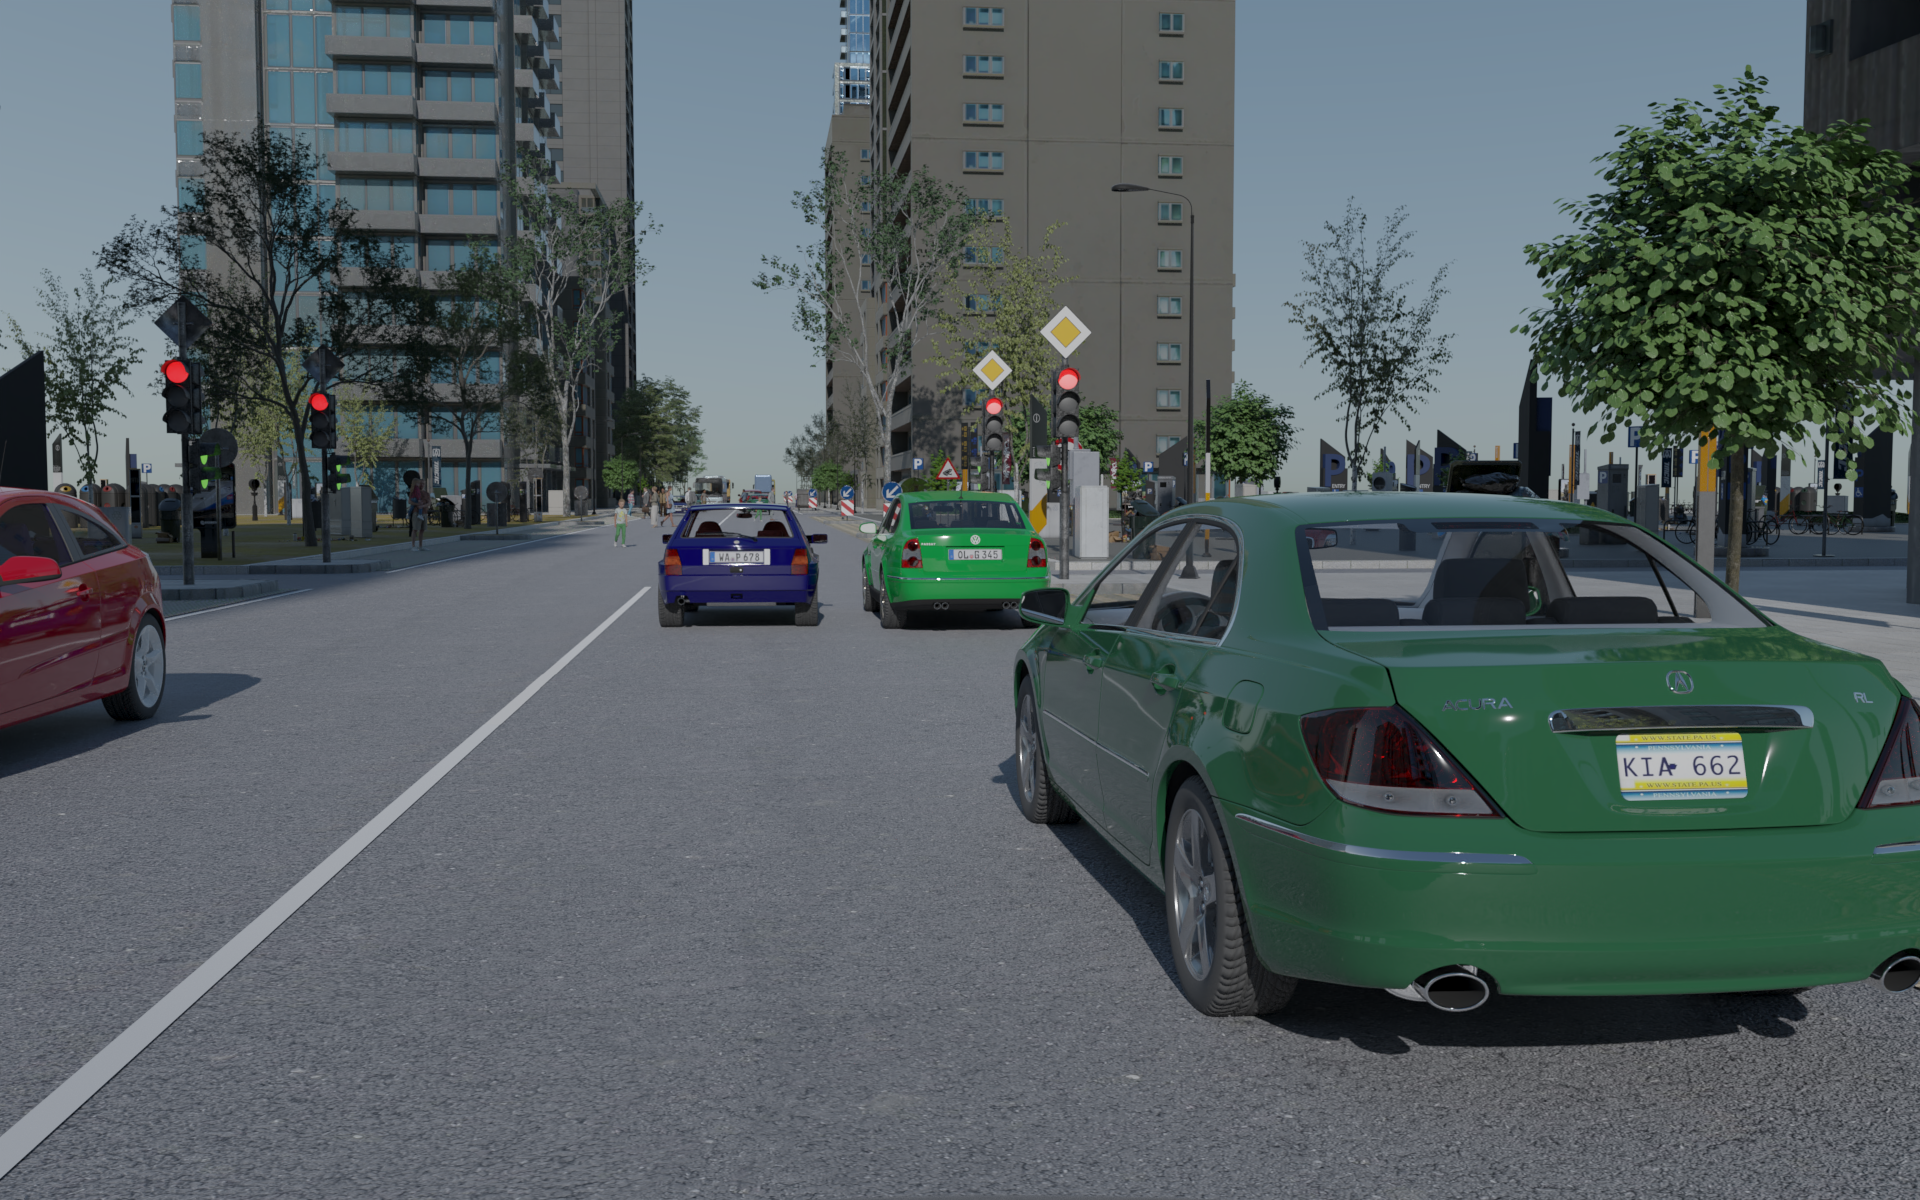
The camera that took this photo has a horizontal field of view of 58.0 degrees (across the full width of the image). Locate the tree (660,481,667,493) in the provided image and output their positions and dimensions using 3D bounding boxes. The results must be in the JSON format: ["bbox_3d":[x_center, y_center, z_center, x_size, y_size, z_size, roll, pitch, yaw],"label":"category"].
[{"bbox_3d":[-35.025,-12.744,202.962,1.663,3.219,1.824,0,3,0],"label":"tree"}]

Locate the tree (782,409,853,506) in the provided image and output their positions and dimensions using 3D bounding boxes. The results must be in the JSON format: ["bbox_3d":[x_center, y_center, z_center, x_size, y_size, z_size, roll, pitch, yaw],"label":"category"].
[{"bbox_3d":[-15.627,-15.720,191.432,8.767,10.594,7.601,0,4,3],"label":"tree"}]

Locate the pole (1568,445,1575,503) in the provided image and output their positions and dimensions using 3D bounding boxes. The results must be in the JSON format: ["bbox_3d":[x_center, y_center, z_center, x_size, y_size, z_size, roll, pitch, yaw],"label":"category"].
[{"bbox_3d":[25.201,-4.744,71.401,0.158,3.312,0.155,0,3,0],"label":"pole"}]

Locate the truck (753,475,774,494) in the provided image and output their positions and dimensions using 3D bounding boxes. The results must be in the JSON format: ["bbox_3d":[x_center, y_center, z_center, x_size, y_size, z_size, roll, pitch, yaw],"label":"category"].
[{"bbox_3d":[-26.807,-15.035,235.578,2.967,4.110,18.799,0,4,-6],"label":"truck"}]

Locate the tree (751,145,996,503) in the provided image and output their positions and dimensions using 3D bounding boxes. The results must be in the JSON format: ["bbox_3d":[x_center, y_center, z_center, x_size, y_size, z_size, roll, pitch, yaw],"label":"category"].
[{"bbox_3d":[-4.769,-14.605,94.684,12.611,20.169,13.585,0,3,0],"label":"tree"}]

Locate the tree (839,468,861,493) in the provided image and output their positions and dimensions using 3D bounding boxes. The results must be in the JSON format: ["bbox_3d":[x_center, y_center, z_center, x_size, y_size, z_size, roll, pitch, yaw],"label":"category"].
[{"bbox_3d":[-8.087,-8.151,127.865,1.663,3.219,1.824,0,3,0],"label":"tree"}]

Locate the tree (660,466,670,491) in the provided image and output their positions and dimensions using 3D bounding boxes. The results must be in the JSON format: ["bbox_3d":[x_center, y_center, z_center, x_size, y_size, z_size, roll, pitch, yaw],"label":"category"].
[{"bbox_3d":[-34.007,-15.050,196.423,4.360,8.622,3.978,0,3,0],"label":"tree"}]

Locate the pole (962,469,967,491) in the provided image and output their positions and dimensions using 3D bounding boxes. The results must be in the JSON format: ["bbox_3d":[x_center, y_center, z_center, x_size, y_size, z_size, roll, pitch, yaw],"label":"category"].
[{"bbox_3d":[0.160,-4.046,59.991,0.158,3.312,0.155,0,3,0],"label":"pole"}]

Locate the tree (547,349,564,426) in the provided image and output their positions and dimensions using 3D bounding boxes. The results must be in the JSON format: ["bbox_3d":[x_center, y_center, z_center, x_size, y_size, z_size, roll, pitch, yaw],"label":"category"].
[{"bbox_3d":[-17.931,-7.918,63.867,8.767,10.594,7.601,3,5,40],"label":"tree"}]

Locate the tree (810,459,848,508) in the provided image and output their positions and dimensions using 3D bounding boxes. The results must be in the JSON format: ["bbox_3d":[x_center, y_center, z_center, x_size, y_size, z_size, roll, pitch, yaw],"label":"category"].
[{"bbox_3d":[-13.907,-11.909,178.424,4.285,4.588,4.351,0,3,0],"label":"tree"}]

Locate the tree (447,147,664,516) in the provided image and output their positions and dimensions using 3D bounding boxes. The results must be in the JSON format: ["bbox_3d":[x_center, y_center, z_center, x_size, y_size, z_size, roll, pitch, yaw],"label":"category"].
[{"bbox_3d":[-23.683,-14.780,97.537,12.611,20.169,13.585,0,3,0],"label":"tree"}]

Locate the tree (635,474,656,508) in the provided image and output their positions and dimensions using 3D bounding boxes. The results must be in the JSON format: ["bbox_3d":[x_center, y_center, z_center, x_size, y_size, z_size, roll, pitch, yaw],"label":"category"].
[{"bbox_3d":[-29.562,-10.248,162.157,1.663,3.219,1.824,0,3,0],"label":"tree"}]

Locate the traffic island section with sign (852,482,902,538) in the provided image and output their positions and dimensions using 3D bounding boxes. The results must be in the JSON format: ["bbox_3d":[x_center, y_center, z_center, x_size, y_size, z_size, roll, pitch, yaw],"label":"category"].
[{"bbox_3d":[-2.384,-2.940,56.702,1.989,1.847,2.006,0,4,-7],"label":"traffic island section with sign"}]

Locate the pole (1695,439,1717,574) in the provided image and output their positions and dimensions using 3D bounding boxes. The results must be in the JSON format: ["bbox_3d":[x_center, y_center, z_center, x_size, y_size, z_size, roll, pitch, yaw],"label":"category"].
[{"bbox_3d":[7.696,-1.468,17.844,0.158,3.312,0.155,0,3,0],"label":"pole"}]

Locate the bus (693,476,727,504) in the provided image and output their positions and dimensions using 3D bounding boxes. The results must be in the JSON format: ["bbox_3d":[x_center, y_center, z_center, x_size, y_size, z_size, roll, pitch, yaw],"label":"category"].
[{"bbox_3d":[-24.061,-10.565,167.600,2.948,3.499,13.247,0,4,-6],"label":"bus"}]

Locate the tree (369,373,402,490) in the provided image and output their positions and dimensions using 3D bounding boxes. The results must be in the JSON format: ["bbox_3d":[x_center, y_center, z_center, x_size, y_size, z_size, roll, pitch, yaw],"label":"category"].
[{"bbox_3d":[-35.824,-9.367,103.505,4.737,8.622,4.395,0,3,0],"label":"tree"}]

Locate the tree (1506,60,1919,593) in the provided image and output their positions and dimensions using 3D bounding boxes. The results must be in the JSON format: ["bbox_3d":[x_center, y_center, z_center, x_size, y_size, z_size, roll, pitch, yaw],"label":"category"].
[{"bbox_3d":[5.958,-1.801,13.167,4.285,4.588,4.351,0,3,0],"label":"tree"}]

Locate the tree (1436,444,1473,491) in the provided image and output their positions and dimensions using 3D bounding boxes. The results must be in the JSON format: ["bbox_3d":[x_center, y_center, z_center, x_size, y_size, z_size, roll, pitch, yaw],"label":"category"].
[{"bbox_3d":[19.485,-4.481,67.872,1.663,3.219,1.824,0,3,0],"label":"tree"}]

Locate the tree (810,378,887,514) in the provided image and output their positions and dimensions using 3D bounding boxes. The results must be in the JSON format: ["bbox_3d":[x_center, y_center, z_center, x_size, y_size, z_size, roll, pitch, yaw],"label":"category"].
[{"bbox_3d":[-6.289,-9.678,108.604,4.360,8.622,3.978,0,3,0],"label":"tree"}]

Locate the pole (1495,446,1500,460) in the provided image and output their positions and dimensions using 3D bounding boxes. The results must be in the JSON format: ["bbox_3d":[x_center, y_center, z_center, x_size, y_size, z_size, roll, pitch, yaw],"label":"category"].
[{"bbox_3d":[22.594,-4.833,72.867,0.158,3.312,0.155,0,3,0],"label":"pole"}]

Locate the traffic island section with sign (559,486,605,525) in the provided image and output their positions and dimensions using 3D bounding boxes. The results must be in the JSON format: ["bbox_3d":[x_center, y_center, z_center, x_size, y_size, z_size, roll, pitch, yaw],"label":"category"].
[{"bbox_3d":[-17.690,-4.429,81.036,1.989,1.847,2.006,0,4,-7],"label":"traffic island section with sign"}]

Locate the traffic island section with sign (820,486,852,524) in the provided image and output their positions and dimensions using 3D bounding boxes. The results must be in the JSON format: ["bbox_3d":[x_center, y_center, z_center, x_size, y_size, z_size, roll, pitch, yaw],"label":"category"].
[{"bbox_3d":[-5.577,-4.577,83.468,1.989,1.847,2.006,0,4,-7],"label":"traffic island section with sign"}]

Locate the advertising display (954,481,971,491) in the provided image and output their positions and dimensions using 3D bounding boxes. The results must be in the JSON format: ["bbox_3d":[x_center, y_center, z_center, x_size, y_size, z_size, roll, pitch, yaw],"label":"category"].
[{"bbox_3d":[0.133,-4.924,85.728,0.974,1.923,0.123,-3,4,-37],"label":"advertising display"}]

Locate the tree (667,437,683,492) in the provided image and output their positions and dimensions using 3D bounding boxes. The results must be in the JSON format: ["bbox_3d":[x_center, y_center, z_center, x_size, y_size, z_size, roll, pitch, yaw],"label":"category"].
[{"bbox_3d":[-34.839,-15.732,207.576,4.737,8.622,4.395,0,3,0],"label":"tree"}]

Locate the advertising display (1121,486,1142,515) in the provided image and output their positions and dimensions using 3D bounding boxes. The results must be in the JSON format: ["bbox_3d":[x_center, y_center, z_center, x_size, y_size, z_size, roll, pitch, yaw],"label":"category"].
[{"bbox_3d":[7.689,-4.431,77.652,0.974,1.923,0.123,-1,4,-11],"label":"advertising display"}]

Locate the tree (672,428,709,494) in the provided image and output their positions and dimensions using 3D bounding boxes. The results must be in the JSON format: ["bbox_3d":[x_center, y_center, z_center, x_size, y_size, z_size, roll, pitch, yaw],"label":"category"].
[{"bbox_3d":[-42.362,-20.767,265.290,9.928,11.665,9.643,0,3,0],"label":"tree"}]

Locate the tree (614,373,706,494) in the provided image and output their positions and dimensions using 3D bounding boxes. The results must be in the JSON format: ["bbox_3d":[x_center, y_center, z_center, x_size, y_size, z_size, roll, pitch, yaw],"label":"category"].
[{"bbox_3d":[-31.892,-16.913,183.176,9.857,13.997,8.962,0,3,0],"label":"tree"}]

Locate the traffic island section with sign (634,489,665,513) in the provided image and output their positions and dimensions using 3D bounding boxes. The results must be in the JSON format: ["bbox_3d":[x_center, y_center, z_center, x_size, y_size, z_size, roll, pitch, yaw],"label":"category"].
[{"bbox_3d":[-23.738,-7.538,131.878,1.989,1.847,2.006,0,4,-7],"label":"traffic island section with sign"}]

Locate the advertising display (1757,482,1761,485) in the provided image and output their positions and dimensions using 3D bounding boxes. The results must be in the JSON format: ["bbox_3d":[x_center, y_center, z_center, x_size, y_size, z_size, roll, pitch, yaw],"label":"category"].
[{"bbox_3d":[42.986,-5.365,92.930,0.974,1.923,0.123,-3,5,-43],"label":"advertising display"}]

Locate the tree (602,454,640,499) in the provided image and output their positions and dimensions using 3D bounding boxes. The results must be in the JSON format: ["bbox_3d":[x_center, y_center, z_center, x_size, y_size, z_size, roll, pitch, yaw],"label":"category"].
[{"bbox_3d":[-27.375,-9.533,139.572,4.285,4.588,4.351,0,3,0],"label":"tree"}]

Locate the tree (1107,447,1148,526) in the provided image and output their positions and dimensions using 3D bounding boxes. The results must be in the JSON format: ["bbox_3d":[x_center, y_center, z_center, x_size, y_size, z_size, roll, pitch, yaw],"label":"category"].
[{"bbox_3d":[6.661,-4.659,70.770,1.663,3.219,1.824,0,3,0],"label":"tree"}]

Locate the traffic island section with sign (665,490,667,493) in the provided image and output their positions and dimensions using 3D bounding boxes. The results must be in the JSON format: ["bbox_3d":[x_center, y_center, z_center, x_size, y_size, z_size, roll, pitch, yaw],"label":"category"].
[{"bbox_3d":[-26.930,-9.175,158.644,1.989,1.847,2.006,0,4,-7],"label":"traffic island section with sign"}]

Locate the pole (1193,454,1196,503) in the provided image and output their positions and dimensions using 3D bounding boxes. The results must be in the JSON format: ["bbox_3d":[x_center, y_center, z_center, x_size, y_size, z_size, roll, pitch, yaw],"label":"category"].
[{"bbox_3d":[8.393,-4.187,62.305,0.158,3.312,0.155,0,3,0],"label":"pole"}]

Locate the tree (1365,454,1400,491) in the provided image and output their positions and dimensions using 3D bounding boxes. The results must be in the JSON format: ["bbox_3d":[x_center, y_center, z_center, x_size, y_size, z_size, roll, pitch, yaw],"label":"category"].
[{"bbox_3d":[20.273,-5.410,83.059,1.663,3.219,1.824,0,3,0],"label":"tree"}]

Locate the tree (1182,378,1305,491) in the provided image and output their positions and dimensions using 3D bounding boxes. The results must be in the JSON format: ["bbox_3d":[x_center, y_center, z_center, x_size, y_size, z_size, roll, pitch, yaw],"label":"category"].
[{"bbox_3d":[8.021,-3.982,48.818,4.285,4.588,4.351,0,3,0],"label":"tree"}]

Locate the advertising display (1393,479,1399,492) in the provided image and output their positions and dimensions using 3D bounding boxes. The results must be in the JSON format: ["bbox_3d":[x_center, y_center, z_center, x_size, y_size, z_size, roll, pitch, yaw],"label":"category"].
[{"bbox_3d":[18.422,-4.213,74.089,0.974,1.923,0.123,-3,5,-41],"label":"advertising display"}]

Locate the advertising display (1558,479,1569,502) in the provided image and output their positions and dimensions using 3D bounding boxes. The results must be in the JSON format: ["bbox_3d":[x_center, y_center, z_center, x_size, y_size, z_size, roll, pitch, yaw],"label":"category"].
[{"bbox_3d":[25.529,-4.149,73.050,0.974,1.923,0.123,-3,5,-41],"label":"advertising display"}]

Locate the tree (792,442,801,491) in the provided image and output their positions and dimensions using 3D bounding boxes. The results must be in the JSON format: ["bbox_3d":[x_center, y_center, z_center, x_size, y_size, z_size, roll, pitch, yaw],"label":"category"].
[{"bbox_3d":[-20.103,-17.077,229.565,4.360,8.622,3.978,0,3,0],"label":"tree"}]

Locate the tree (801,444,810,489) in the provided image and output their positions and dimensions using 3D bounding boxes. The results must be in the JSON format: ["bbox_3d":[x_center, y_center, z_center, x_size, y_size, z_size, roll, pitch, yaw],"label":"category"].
[{"bbox_3d":[-12.878,-13.407,169.567,4.360,8.622,3.978,0,3,0],"label":"tree"}]

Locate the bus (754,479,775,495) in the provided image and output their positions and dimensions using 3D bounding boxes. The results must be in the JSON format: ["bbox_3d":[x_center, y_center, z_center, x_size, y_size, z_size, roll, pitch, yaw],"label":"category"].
[{"bbox_3d":[-28.469,-15.961,252.514,2.896,3.916,12.252,-1,4,-9],"label":"bus"}]

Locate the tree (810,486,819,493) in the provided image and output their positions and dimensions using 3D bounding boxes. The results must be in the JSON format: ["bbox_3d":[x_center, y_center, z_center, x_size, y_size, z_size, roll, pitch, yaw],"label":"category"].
[{"bbox_3d":[-18.556,-13.982,223.205,1.663,3.219,1.824,0,3,0],"label":"tree"}]

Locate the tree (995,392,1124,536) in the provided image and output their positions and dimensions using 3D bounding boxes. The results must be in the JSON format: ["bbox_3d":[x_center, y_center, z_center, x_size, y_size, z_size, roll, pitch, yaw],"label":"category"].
[{"bbox_3d":[2.663,-4.523,57.672,4.285,4.588,4.351,0,3,0],"label":"tree"}]

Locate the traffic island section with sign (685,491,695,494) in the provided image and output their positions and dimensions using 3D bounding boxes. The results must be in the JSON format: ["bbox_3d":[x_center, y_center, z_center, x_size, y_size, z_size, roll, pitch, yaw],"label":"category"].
[{"bbox_3d":[-33.348,-12.476,212.602,1.989,1.847,2.006,0,4,-7],"label":"traffic island section with sign"}]

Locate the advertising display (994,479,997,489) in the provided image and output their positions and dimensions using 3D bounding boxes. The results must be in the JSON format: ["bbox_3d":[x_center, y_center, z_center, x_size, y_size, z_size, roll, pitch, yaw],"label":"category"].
[{"bbox_3d":[1.160,-4.346,76.277,0.974,1.923,0.123,2,4,31],"label":"advertising display"}]

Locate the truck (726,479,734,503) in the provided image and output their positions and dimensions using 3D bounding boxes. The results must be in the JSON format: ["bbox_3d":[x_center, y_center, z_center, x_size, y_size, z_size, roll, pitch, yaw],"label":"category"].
[{"bbox_3d":[-31.244,-14.064,225.862,3.469,3.379,9.791,0,4,-8],"label":"truck"}]

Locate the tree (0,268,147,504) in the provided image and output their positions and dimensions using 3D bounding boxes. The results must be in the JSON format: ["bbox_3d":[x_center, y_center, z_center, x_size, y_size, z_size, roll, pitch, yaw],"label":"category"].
[{"bbox_3d":[-28.245,-6.436,55.595,4.737,8.622,4.395,0,3,0],"label":"tree"}]

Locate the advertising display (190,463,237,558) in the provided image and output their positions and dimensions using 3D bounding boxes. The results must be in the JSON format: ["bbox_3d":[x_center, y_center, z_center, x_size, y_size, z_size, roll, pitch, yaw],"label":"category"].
[{"bbox_3d":[-15.009,-1.801,34.658,0.974,1.923,0.123,-1,4,-15],"label":"advertising display"}]

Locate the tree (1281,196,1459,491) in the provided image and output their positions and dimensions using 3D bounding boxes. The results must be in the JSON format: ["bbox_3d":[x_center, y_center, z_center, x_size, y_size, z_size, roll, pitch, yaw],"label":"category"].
[{"bbox_3d":[10.230,-5.712,43.750,4.360,8.622,3.978,0,3,0],"label":"tree"}]

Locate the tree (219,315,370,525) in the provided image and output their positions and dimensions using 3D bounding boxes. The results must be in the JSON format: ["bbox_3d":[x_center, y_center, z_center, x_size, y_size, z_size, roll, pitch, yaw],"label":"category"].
[{"bbox_3d":[-27.521,-7.346,70.476,4.737,8.622,4.395,0,3,0],"label":"tree"}]

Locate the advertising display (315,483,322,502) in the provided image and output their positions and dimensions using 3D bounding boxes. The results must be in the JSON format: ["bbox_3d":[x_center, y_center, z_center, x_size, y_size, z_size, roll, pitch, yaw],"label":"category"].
[{"bbox_3d":[-36.301,-5.711,98.584,0.123,1.923,0.974,2,4,26],"label":"advertising display"}]

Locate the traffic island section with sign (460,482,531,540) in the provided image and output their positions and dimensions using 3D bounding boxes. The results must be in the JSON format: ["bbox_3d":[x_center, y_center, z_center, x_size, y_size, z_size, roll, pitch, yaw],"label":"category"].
[{"bbox_3d":[-14.514,-2.791,54.268,1.989,1.847,2.006,0,4,-7],"label":"traffic island section with sign"}]

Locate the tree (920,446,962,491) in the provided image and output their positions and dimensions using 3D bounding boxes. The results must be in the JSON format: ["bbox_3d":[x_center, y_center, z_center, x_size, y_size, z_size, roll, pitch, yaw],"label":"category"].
[{"bbox_3d":[-0.871,-4.519,68.482,1.663,3.219,1.824,0,3,0],"label":"tree"}]

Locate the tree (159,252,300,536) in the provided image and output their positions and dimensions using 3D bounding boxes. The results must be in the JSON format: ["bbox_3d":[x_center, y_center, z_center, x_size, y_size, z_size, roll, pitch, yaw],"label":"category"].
[{"bbox_3d":[-22.660,-6.304,53.428,4.360,8.622,3.978,0,3,0],"label":"tree"}]

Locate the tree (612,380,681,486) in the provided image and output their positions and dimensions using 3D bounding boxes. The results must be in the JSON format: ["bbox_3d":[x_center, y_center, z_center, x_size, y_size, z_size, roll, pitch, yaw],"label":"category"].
[{"bbox_3d":[-31.729,-15.523,171.928,7.486,12.596,7.792,0,3,0],"label":"tree"}]

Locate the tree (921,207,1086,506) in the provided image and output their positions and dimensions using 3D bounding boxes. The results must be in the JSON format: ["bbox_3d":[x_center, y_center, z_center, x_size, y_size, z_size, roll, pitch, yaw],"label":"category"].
[{"bbox_3d":[1.337,-5.731,44.069,4.737,8.622,4.395,0,3,0],"label":"tree"}]

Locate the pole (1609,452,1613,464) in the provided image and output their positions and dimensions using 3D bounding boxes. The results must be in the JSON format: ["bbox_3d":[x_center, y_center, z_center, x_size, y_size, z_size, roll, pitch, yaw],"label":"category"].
[{"bbox_3d":[31.394,-5.489,83.585,0.158,3.312,0.155,0,3,0],"label":"pole"}]

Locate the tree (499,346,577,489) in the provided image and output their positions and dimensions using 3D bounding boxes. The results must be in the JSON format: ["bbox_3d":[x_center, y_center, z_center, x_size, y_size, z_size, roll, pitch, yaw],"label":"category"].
[{"bbox_3d":[-21.069,-8.319,86.384,4.360,8.622,3.978,0,3,0],"label":"tree"}]

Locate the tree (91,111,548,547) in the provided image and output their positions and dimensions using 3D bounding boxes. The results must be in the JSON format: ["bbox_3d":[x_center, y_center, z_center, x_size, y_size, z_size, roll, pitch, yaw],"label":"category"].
[{"bbox_3d":[-16.153,-6.602,42.350,7.601,10.594,8.767,3,4,39],"label":"tree"}]

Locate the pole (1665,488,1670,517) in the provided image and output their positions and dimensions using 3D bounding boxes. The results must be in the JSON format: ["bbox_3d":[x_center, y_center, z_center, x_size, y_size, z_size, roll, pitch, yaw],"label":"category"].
[{"bbox_3d":[36.280,-5.809,88.820,0.158,3.312,0.155,0,3,0],"label":"pole"}]

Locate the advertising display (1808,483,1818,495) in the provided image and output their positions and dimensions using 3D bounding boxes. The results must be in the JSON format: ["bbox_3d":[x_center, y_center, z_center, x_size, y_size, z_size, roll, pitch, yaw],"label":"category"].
[{"bbox_3d":[49.790,-5.867,101.139,0.974,1.923,0.123,-3,5,-39],"label":"advertising display"}]
